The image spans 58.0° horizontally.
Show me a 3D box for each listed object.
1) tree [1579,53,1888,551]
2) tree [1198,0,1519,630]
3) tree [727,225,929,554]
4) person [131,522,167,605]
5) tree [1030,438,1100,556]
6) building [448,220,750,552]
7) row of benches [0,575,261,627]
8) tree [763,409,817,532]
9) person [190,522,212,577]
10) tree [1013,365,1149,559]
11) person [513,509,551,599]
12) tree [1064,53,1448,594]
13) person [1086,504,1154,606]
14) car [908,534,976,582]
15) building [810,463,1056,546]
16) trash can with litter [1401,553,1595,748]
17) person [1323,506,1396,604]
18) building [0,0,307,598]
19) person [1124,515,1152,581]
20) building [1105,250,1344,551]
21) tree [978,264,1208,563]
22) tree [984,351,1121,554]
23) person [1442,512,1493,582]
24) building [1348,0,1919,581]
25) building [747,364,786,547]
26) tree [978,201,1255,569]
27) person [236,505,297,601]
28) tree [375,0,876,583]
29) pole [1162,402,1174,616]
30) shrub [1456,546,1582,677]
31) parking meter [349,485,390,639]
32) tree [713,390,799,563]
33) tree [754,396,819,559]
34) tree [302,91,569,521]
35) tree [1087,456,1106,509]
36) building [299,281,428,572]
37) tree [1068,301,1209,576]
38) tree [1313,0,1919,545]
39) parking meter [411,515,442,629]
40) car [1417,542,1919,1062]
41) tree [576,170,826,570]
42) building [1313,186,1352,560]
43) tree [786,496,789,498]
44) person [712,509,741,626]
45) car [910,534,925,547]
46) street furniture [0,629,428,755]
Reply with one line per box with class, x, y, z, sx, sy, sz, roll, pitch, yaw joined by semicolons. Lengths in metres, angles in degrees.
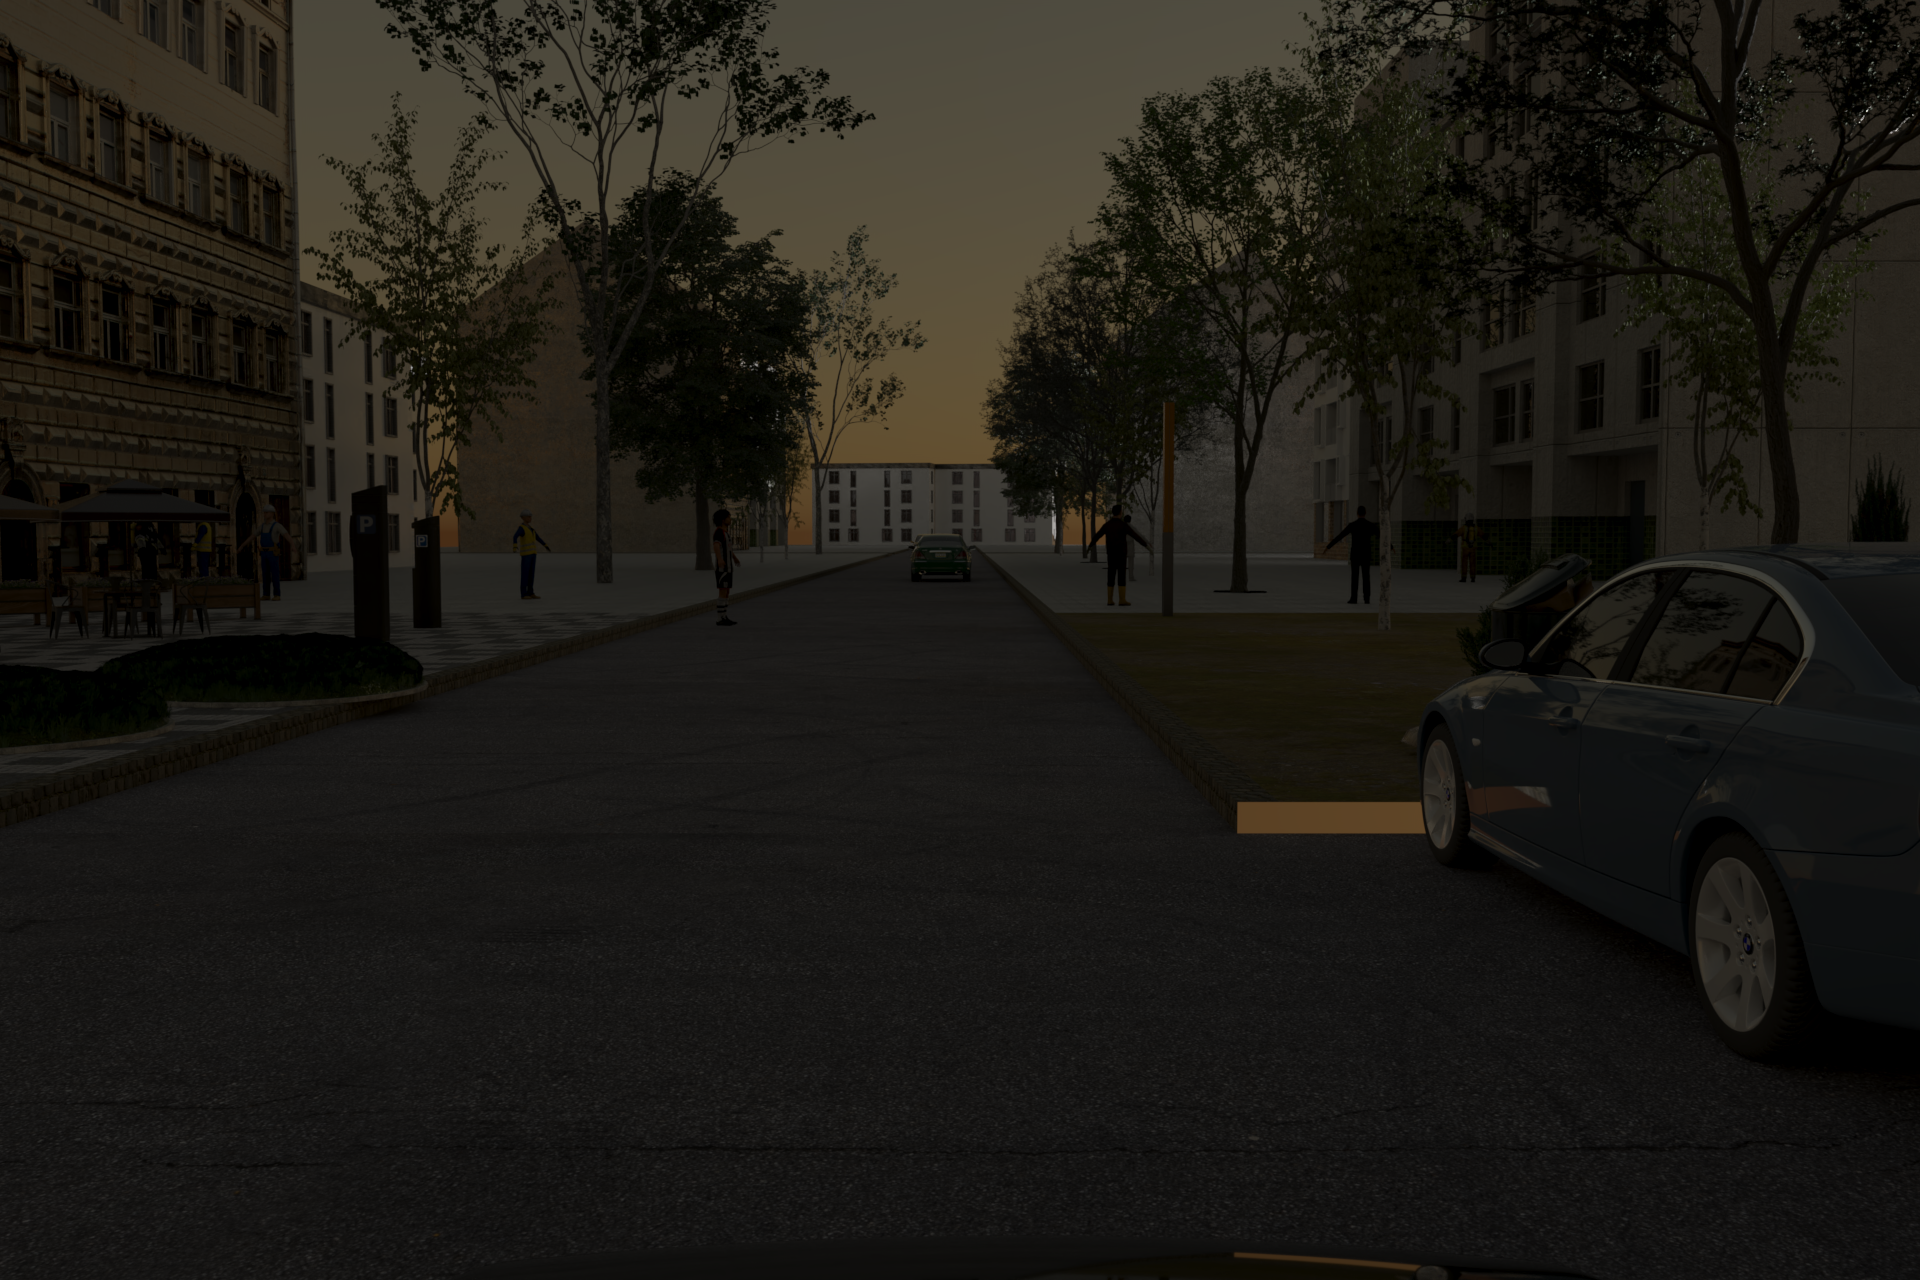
tree;12.012;-4.698;27.178;4.737;8.622;4.395;0;3;0
tree;5.517;-4.431;22.811;4.737;8.622;4.395;0;3;0
tree;-8.326;-15.365;107.102;12.611;20.169;13.585;0;3;0
person;-14.317;-1.519;30.611;0.705;1.856;1.354;-1;4;-10
tree;5.740;-9.280;102.092;4.360;8.622;3.978;0;3;0
building;-26.267;-18.338;130.756;19.493;23.208;18.063;0;4;-1
row of benches;-12.043;-0.575;24.857;4.104;0.672;1.422;-3;5;-43
tree;-9.508;-8.900;95.870;4.360;8.622;3.978;0;3;0
person;-16.763;-1.976;38.273;0.705;1.833;1.349;-1;4;-14
tree;6.233;-9.553;90.606;7.601;10.594;8.767;-1;4;-12
person;-8.453;-1.693;34.137;0.721;1.772;1.216;1;4;20
tree;6.287;-6.840;37.589;9.928;11.665;9.643;0;3;0
person;2.822;-1.521;31.000;1.346;1.812;0.704;2;4;33
car;-0.563;-2.550;53.489;2.131;1.459;4.920;0;4;0
building;-2.861;-15.882;204.269;28.070;9.664;9.099;1;4;9
trash can with litter;3.126;0.089;9.930;1.055;1.170;0.624;0;4;-2
person;7.368;-1.569;31.875;1.346;1.802;0.704;0;4;-1
building;-27.439;-12.685;38.332;19.493;23.208;18.063;0;4;1
person;4.575;-2.503;47.112;1.347;1.806;0.705;2;4;29
building;21.990;-19.039;142.219;19.493;23.208;18.063;0;4;0
tree;5.914;-10.183;76.867;12.009;13.543;11.850;0;3;0
tree;6.410;-12.650;113.490;9.857;13.997;8.962;0;3;0
person;13.507;-2.461;46.013;1.354;1.858;0.705;0;4;-1
building;24.454;-11.543;55.182;16.747;18.905;31.486;0;4;0
building;-28.340;-19.170;179.891;16.747;18.905;31.486;0;4;1
tree;5.924;-9.354;63.312;12.009;13.543;11.850;0;3;0
person;-13.299;-1.681;33.335;1.347;1.847;0.705;1;4;17
tree;-7.803;-11.532;44.434;12.611;20.169;13.585;0;3;0
pole;3.242;-2.026;26.967;0.158;3.312;0.155;0;3;0
shrub;3.783;-0.015;11.358;1.383;1.207;1.383;0;3;0
parking meter;-7.066;-0.919;20.732;0.399;1.863;0.255;0;4;1
tree;-9.066;-7.801;77.910;4.737;8.622;4.395;0;3;0
tree;-8.717;-8.395;87.621;4.360;8.622;3.978;0;3;0
tree;-8.977;-4.866;29.926;4.737;8.622;4.395;0;3;0
tree;17.859;-17.053;204.574;9.928;11.665;9.643;0;3;0
building;-26.266;-7.773;69.242;9.099;9.664;28.070;0;4;0
tree;5.765;-6.301;53.390;4.737;8.622;4.395;0;3;0
tree;7.018;-4.914;14.756;8.767;10.594;7.601;-1;4;-15
parking meter;-7.282;-0.931;23.639;0.372;1.533;0.369;0;3;0
car;2.957;0.367;6.005;2.014;1.417;4.499;0;4;-1
tree;-9.080;-9.454;61.230;9.857;13.997;8.962;0;3;0
building;23.731;-14.278;89.872;16.016;20.090;11.380;0;3;0
tree;-21.409;-15.193;198.760;4.737;8.622;4.395;0;3;0
person;-3.681;-1.136;27.181;0.704;1.843;1.345;0;4;4
car;-2.046;-5.921;107.039;2.015;1.641;3.980;0;3;0
street furniture;-8.900;0.232;11.833;10.072;0.657;5.734;-1;4;-17
